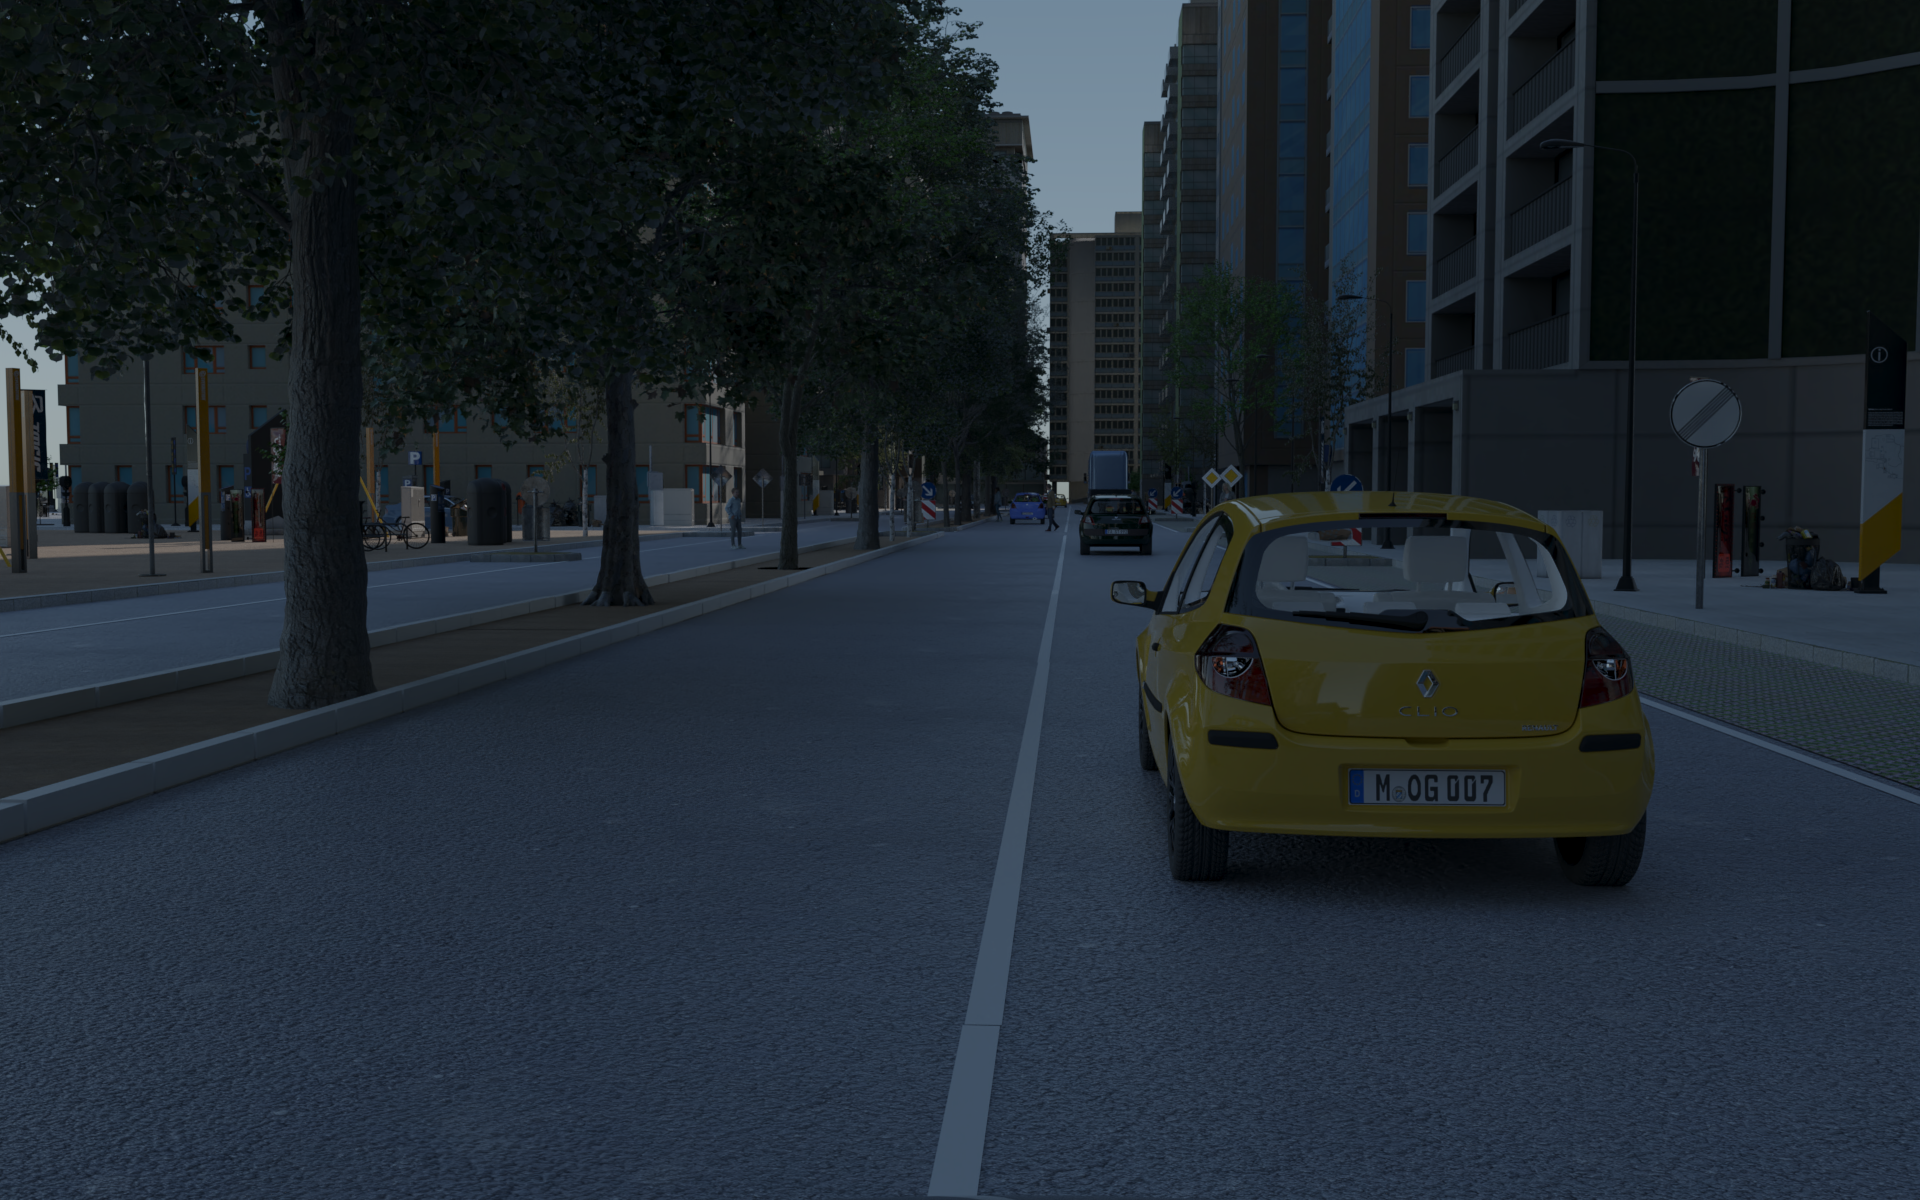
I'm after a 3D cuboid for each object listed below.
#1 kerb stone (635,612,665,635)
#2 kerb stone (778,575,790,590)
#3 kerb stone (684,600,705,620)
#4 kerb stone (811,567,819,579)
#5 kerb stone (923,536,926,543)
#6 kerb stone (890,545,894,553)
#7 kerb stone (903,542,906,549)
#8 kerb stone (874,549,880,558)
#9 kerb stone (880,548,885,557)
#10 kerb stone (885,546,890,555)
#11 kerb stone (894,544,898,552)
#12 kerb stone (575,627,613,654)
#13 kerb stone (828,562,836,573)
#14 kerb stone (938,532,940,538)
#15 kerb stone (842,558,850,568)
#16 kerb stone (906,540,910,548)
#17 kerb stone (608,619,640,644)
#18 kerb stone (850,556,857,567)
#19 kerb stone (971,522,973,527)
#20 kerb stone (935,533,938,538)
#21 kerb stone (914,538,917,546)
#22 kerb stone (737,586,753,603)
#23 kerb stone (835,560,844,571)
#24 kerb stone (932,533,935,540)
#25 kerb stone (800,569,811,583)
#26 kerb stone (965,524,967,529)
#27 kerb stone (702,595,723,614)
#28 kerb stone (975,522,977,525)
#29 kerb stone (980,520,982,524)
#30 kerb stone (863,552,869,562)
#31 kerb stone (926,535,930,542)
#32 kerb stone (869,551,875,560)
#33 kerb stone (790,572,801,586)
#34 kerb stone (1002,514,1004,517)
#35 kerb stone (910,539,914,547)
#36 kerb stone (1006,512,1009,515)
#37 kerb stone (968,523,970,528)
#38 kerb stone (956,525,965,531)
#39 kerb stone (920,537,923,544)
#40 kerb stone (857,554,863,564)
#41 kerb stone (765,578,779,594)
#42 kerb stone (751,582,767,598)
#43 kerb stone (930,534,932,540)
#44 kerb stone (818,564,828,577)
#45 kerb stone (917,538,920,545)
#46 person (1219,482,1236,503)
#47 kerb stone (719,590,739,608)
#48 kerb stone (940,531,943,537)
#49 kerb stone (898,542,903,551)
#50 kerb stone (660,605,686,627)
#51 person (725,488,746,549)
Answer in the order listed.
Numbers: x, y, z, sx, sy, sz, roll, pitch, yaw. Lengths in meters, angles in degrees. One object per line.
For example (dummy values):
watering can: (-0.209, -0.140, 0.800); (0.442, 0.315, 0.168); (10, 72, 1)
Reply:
kerb stone: (-3.277, 0.256, 18.013); (0.120, 0.150, 1.000); (0, 4, 4)
kerb stone: (-2.752, -0.245, 26.195); (0.120, 0.150, 1.000); (0, 4, 4)
kerb stone: (-3.151, 0.131, 20.053); (0.120, 0.150, 1.000); (0, 4, 4)
kerb stone: (-2.550, -0.432, 29.260); (0.120, 0.150, 1.000); (0, 4, 4)
kerb stone: (-1.161, -1.746, 50.745); (0.120, 0.150, 1.000); (0, 4, 4)
kerb stone: (-1.759, -1.178, 41.543); (0.120, 0.150, 1.000); (0, 4, 4)
kerb stone: (-1.553, -1.366, 44.603); (0.120, 0.150, 1.000); (0, 4, 4)
kerb stone: (-1.954, -0.996, 38.474); (0.120, 0.150, 1.000); (0, 4, 4)
kerb stone: (-1.891, -1.055, 39.496); (0.120, 0.150, 1.000); (0, 4, 4)
kerb stone: (-1.815, -1.121, 40.519); (0.120, 0.150, 1.000); (0, 4, 4)
kerb stone: (-1.684, -1.246, 42.563); (0.120, 0.150, 1.000); (0, 4, 4)
kerb stone: (-3.411, 0.382, 15.953); (0.120, 0.150, 1.000); (0, 4, 4)
kerb stone: (-2.411, -0.557, 31.304); (0.120, 0.150, 1.000); (0, 4, 4)
kerb stone: (-0.828, -2.059, 55.858); (0.120, 0.150, 1.000); (0, 4, 4)
kerb stone: (-2.288, -0.682, 33.349); (0.120, 0.150, 1.000); (0, 4, 4)
kerb stone: (-1.496, -1.433, 45.624); (0.120, 0.150, 1.000); (0, 4, 4)
kerb stone: (-3.346, 0.322, 16.980); (0.120, 0.150, 1.000); (0, 4, 4)
kerb stone: (-2.218, -0.744, 34.375); (0.120, 0.150, 1.000); (0, 4, 4)
kerb stone: (0.346, -3.154, 73.761); (0.120, 0.150, 1.000); (0, 4, 4)
kerb stone: (-0.887, -1.993, 54.837); (0.120, 0.150, 1.000); (0, 4, 4)
kerb stone: (-1.358, -1.558, 47.663); (0.120, 0.150, 1.000); (0, 4, 4)
kerb stone: (-2.951, -0.057, 23.122); (0.120, 0.150, 1.000); (0, 4, 4)
kerb stone: (-2.346, -0.620, 32.328); (0.120, 0.150, 1.000); (0, 4, 4)
kerb stone: (-0.954, -1.931, 53.817); (0.120, 0.150, 1.000); (0, 4, 4)
kerb stone: (-2.611, -0.370, 28.240); (0.120, 0.150, 1.000); (0, 4, 4)
kerb stone: (0.076, -2.901, 69.676); (0.120, 0.150, 1.000); (0, 4, 4)
kerb stone: (-3.079, 0.069, 21.072); (0.120, 0.150, 1.000); (0, 4, 4)
kerb stone: (0.542, -3.343, 76.846); (0.120, 0.150, 1.000); (0, 4, 4)
kerb stone: (0.809, -3.585, 80.936); (0.120, 0.150, 1.000); (0, 4, 4)
kerb stone: (-2.085, -0.866, 36.426); (0.120, 0.150, 1.000); (0, 4, 4)
kerb stone: (-1.088, -1.809, 51.778); (0.120, 0.150, 1.000); (0, 4, 4)
kerb stone: (-2.013, -0.931, 37.447); (0.120, 0.150, 1.000); (0, 4, 4)
kerb stone: (-2.674, -0.307, 27.220); (0.120, 0.150, 1.000); (0, 4, 4)
kerb stone: (2.466, -5.153, 106.499); (0.120, 0.150, 1.000); (0, 4, 4)
kerb stone: (-1.424, -1.493, 46.643); (0.120, 0.150, 1.000); (0, 4, 4)
kerb stone: (2.987, -5.657, 114.691); (0.120, 0.150, 1.000); (0, 4, 4)
kerb stone: (0.208, -3.029, 71.716); (0.120, 0.150, 1.000); (0, 4, 4)
kerb stone: (0.017, -2.838, 68.655); (0.120, 0.150, 1.000); (0, 4, 4)
kerb stone: (-1.226, -1.681, 49.716); (0.120, 0.150, 1.000); (0, 4, 4)
kerb stone: (-2.148, -0.800, 35.401); (0.120, 0.150, 1.000); (0, 4, 4)
kerb stone: (-2.811, -0.182, 25.175); (0.120, 0.150, 1.000); (0, 4, 4)
kerb stone: (-2.880, -0.120, 24.152); (0.120, 0.150, 1.000); (0, 4, 4)
kerb stone: (-1.022, -1.871, 52.798); (0.120, 0.150, 1.000); (0, 4, 4)
kerb stone: (-2.489, -0.494, 30.280); (0.120, 0.150, 1.000); (0, 4, 4)
kerb stone: (-1.293, -1.620, 48.690); (0.120, 0.150, 1.000); (0, 4, 4)
person: (8.421, -2.810, 54.629); (0.537, 1.800, 0.526); (2, 4, 32)
kerb stone: (-3.015, 0.006, 22.102); (0.120, 0.150, 1.000); (0, 4, 4)
kerb stone: (-0.747, -2.121, 56.877); (0.120, 0.150, 1.000); (0, 4, 4)
kerb stone: (-1.613, -1.308, 43.583); (0.120, 0.150, 1.000); (0, 4, 4)
kerb stone: (-3.210, 0.193, 19.033); (0.120, 0.150, 1.000); (0, 4, 4)
person: (-5.847, -2.126, 45.066); (0.330, 1.601, 0.589); (3, 5, 42)
